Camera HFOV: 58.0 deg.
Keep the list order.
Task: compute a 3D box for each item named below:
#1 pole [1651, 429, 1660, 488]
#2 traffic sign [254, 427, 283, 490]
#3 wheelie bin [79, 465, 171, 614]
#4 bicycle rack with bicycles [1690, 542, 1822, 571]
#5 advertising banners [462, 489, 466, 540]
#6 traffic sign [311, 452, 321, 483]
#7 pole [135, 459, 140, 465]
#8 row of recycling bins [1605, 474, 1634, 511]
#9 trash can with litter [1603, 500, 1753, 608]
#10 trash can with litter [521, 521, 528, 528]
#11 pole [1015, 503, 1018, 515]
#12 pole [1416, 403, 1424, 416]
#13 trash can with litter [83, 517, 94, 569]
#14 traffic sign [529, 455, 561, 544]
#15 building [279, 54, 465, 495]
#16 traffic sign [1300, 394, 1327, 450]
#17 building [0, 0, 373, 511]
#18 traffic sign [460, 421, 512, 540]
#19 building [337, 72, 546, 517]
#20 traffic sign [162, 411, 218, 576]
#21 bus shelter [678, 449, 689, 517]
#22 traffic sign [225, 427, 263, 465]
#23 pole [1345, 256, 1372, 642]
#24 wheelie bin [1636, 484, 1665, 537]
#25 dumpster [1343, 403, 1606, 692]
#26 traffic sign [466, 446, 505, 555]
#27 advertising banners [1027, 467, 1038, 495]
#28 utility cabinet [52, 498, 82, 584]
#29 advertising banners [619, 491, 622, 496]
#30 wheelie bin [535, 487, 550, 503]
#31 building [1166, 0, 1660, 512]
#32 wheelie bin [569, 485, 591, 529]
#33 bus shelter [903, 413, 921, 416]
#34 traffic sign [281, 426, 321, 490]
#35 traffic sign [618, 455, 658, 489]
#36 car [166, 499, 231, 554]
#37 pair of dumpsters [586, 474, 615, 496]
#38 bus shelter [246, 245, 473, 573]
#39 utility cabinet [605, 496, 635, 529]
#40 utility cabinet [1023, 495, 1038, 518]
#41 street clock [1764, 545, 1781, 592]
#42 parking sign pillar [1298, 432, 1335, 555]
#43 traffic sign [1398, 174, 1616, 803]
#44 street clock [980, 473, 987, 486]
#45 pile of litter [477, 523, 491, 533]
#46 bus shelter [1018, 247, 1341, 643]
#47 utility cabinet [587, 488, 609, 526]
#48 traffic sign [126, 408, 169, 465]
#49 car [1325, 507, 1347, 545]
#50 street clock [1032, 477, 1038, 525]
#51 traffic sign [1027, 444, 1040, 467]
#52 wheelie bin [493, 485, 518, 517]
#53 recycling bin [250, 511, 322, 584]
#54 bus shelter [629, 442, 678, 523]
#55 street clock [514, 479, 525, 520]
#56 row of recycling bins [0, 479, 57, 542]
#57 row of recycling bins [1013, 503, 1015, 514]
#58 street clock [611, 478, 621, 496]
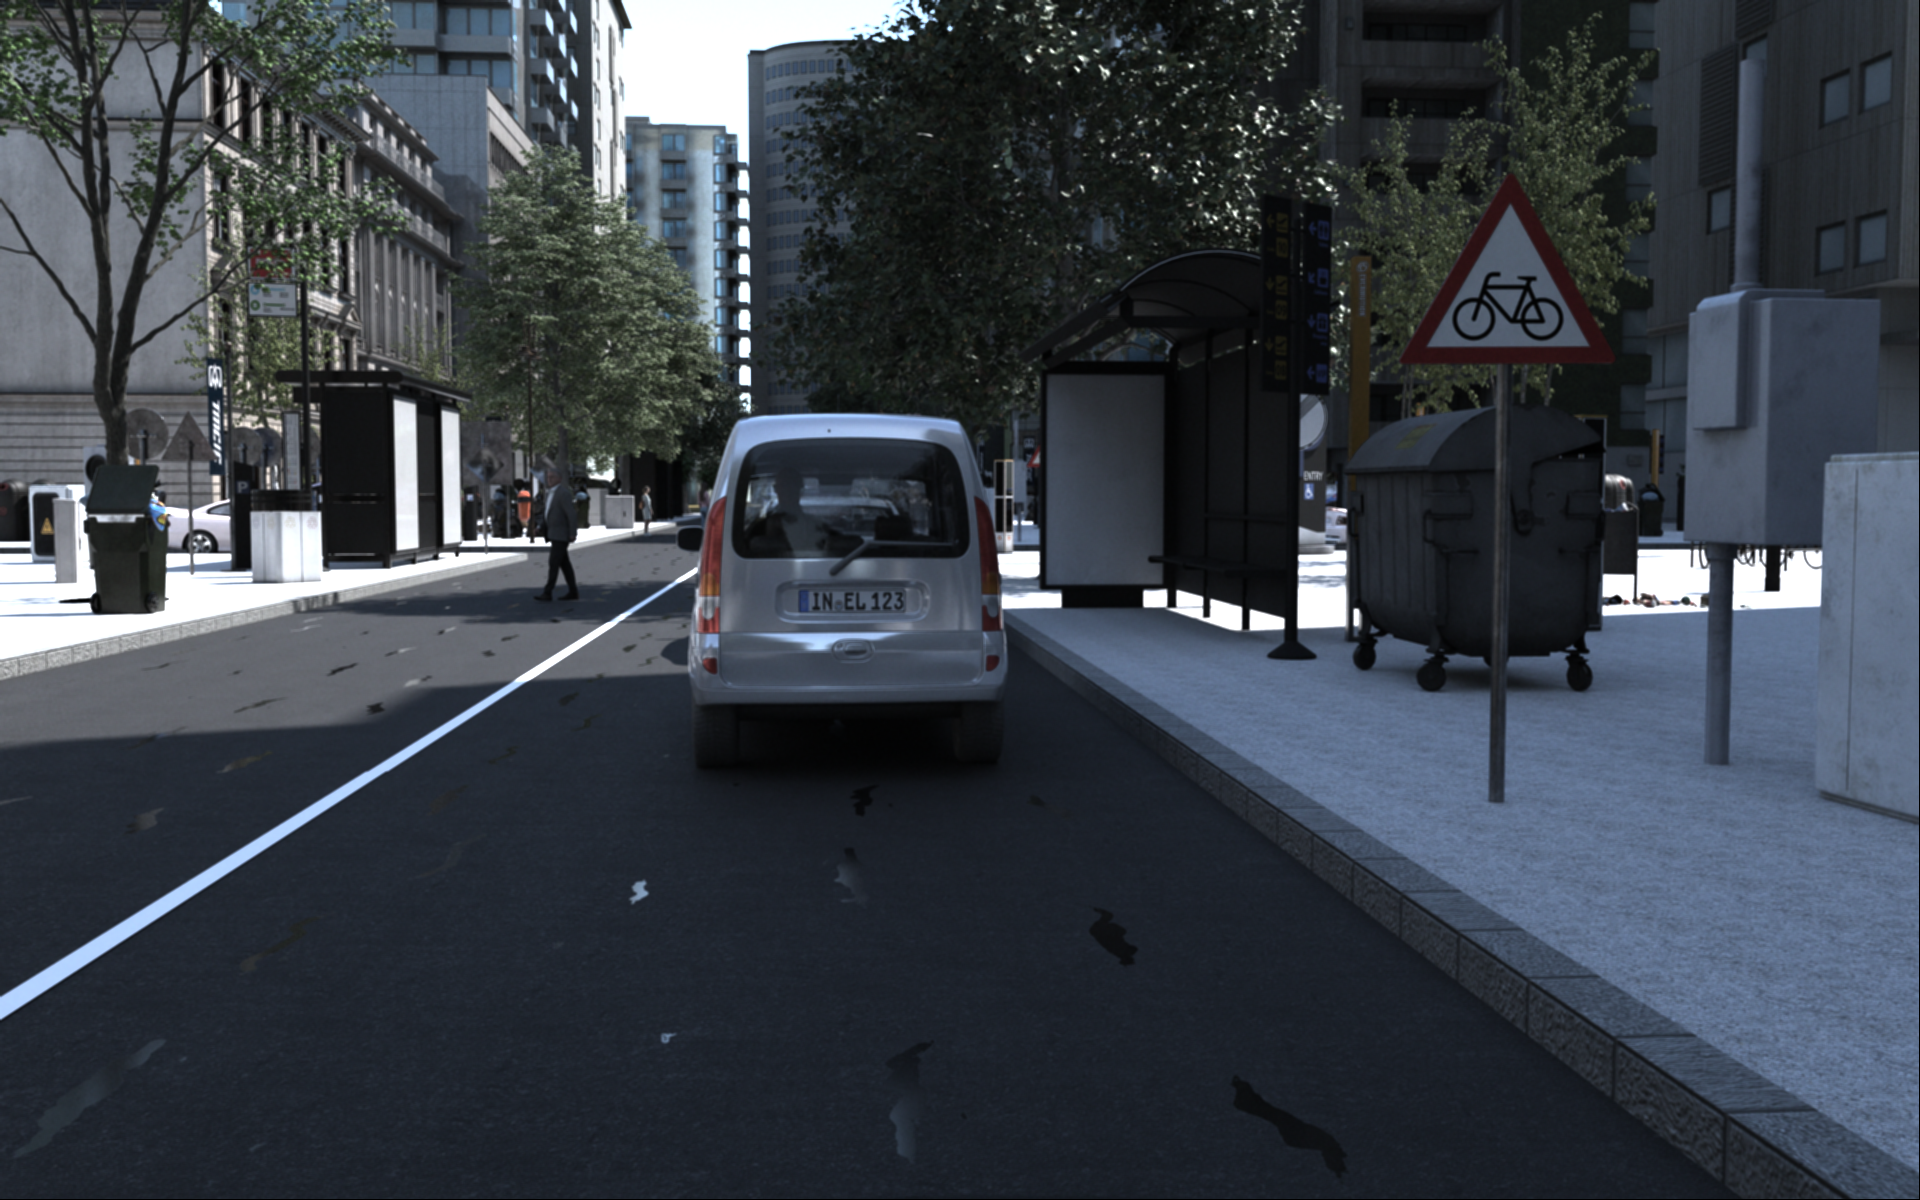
[{"bbox_3d":[21.908,-3.716,54.601,0.158,3.312,0.155,0,3,0],"label":"pole"},{"bbox_3d":[-13.293,-2.018,33.098,0.768,2.556,0.104,0,4,-2],"label":"traffic sign"},{"bbox_3d":[-8.981,-0.659,18.684,0.980,1.594,0.693,0,4,-2],"label":"wheelie bin"},{"bbox_3d":[13.775,-1.012,29.936,2.925,0.926,2.852,-2,4,-30],"label":"bicycle rack with bicycles"},{"bbox_3d":[-13.715,-3.118,47.168,0.090,3.025,2.074,0,4,-5],"label":"advertising banners"},{"bbox_3d":[-13.483,-2.098,36.424,0.606,2.300,0.079,0,4,5],"label":"traffic sign"},{"bbox_3d":[-24.306,-3.514,51.305,0.158,3.312,0.155,0,3,0],"label":"pole"},{"bbox_3d":[13.084,-1.726,35.338,1.069,1.692,3.534,2,4,27],"label":"row of recycling bins"},{"bbox_3d":[7.899,-0.543,19.944,2.233,1.210,1.678,3,4,38],"label":"trash can with litter"},{"bbox_3d":[-16.600,-3.273,64.906,1.055,1.170,0.624,1,4,13],"label":"trash can with litter"},{"bbox_3d":[3.467,-6.888,106.463,0.158,3.312,0.155,0,3,0],"label":"pole"},{"bbox_3d":[10.297,-2.752,38.842,0.158,3.312,0.155,0,3,0],"label":"pole"},{"bbox_3d":[-14.383,-1.112,29.571,1.055,1.170,0.624,1,4,9],"label":"trash can with litter"},{"bbox_3d":[-10.558,-2.474,44.099,0.795,2.450,0.064,0,4,-5],"label":"traffic sign"},{"bbox_3d":[-33.527,-14.911,85.592,13.314,21.916,24.055,0,4,-5],"label":"building"},{"bbox_3d":[3.887,-1.232,20.251,0.768,2.556,0.104,0,4,2],"label":"traffic sign"},{"bbox_3d":[-29.145,-12.148,63.248,10.561,19.102,19.286,0,4,-5],"label":"building"},{"bbox_3d":[-13.694,-3.346,48.587,2.265,3.308,0.079,0,4,3],"label":"traffic sign"},{"bbox_3d":[-33.464,-17.707,107.536,12.078,24.808,19.932,0,4,-5],"label":"building"},{"bbox_3d":[-12.102,-1.665,27.224,0.884,2.594,0.081,0,3,0],"label":"traffic sign"},{"bbox_3d":[-15.704,-6.244,93.370,1.731,3.624,6.357,0,4,-5],"label":"bus shelter"},{"bbox_3d":[-13.550,-1.996,32.735,0.768,2.556,0.104,0,4,4],"label":"traffic sign"},{"bbox_3d":[3.445,-1.293,14.976,0.158,3.312,0.155,0,3,0],"label":"pole"},{"bbox_3d":[20.840,-2.715,52.295,0.693,1.594,0.980,0,4,-1],"label":"wheelie bin"},{"bbox_3d":[3.515,-0.377,11.927,1.264,1.857,1.865,0,4,-5],"label":"dumpster"},{"bbox_3d":[-9.897,-1.988,36.141,0.795,2.450,0.064,0,4,-5],"label":"traffic sign"},{"bbox_3d":[4.238,-6.552,103.317,2.074,3.025,0.090,-3,4,-37],"label":"advertising banners"},{"bbox_3d":[-12.952,-0.856,25.164,0.306,1.237,1.020,-1,4,-23],"label":"utility cabinet"},{"bbox_3d":[-18.116,-5.924,93.051,0.090,3.025,2.074,-2,4,-29],"label":"advertising banners"},{"bbox_3d":[-21.717,-5.022,90.011,0.693,1.594,0.980,-1,4,-22],"label":"wheelie bin"},{"bbox_3d":[15.818,-17.877,63.984,14.107,30.474,14.160,0,4,-5],"label":"building"},{"bbox_3d":[-14.035,-3.414,63.728,0.980,1.594,0.693,2,4,35],"label":"wheelie bin"},{"bbox_3d":[-2.801,-6.482,83.611,2.179,5.291,8.768,0,4,-5],"label":"bus shelter"},{"bbox_3d":[-12.335,-1.977,32.429,0.768,2.556,0.104,0,4,4],"label":"traffic sign"},{"bbox_3d":[-16.595,-5.870,89.844,2.265,3.308,0.079,0,4,-4],"label":"traffic sign"},{"bbox_3d":[-15.360,-1.620,38.853,4.827,1.381,2.083,0,4,-4],"label":"car"},{"bbox_3d":[-17.049,-4.805,81.059,1.574,2.255,4.437,0,4,-5],"label":"pair of dumpsters"},{"bbox_3d":[-10.634,-3.251,30.792,2.179,5.291,8.768,0,4,-5],"label":"bus shelter"},{"bbox_3d":[-12.440,-3.191,63.328,1.020,1.237,0.306,0,4,-3],"label":"utility cabinet"},{"bbox_3d":[3.849,-5.085,94.302,0.306,1.237,1.020,3,4,38],"label":"utility cabinet"},{"bbox_3d":[10.730,-1.116,22.815,0.358,2.002,0.471,2,4,26],"label":"street clock"},{"bbox_3d":[7.299,-2.971,37.045,1.447,3.967,1.447,-3,5,-44],"label":"parking sign pillar"},{"bbox_3d":[2.235,-0.437,7.143,0.884,2.594,0.081,0,4,0],"label":"traffic sign"},{"bbox_3d":[0.693,-3.385,59.921,0.358,2.002,0.471,-3,5,-41],"label":"street clock"},{"bbox_3d":[-15.743,-2.698,58.075,1.176,0.858,1.719,2,4,24],"label":"pile of litter"},{"bbox_3d":[1.895,-1.411,17.002,2.014,3.302,5.546,0,4,-5],"label":"bus shelter"},{"bbox_3d":[-15.124,-3.848,71.592,1.173,1.500,0.318,-2,4,-29],"label":"utility cabinet"},{"bbox_3d":[-12.142,-1.569,25.760,0.768,2.556,0.104,0,4,3],"label":"traffic sign"},{"bbox_3d":[11.153,-1.790,41.629,4.827,1.381,2.083,0,4,-4],"label":"car"},{"bbox_3d":[3.170,-4.151,72.443,0.358,2.002,0.471,-1,4,-12],"label":"street clock"},{"bbox_3d":[1.762,-2.093,34.218,0.884,2.594,0.081,0,4,5],"label":"traffic sign"},{"bbox_3d":[-14.722,-2.952,56.168,0.693,1.594,0.980,1,4,15],"label":"wheelie bin"},{"bbox_3d":[-9.780,-0.770,25.150,0.722,1.027,0.722,2,4,35],"label":"recycling bin"},{"bbox_3d":[-14.486,-5.499,81.199,1.731,3.624,6.357,0,4,-5],"label":"bus shelter"},{"bbox_3d":[-20.845,-4.732,81.940,0.471,2.002,0.358,0,4,7],"label":"street clock"},{"bbox_3d":[-26.107,-2.435,46.926,3.534,1.692,1.069,0,4,3],"label":"row of recycling bins"},{"bbox_3d":[2.319,-6.330,110.604,1.069,1.692,3.534,-2,4,-34],"label":"row of recycling bins"},{"bbox_3d":[-15.858,-4.609,79.931,0.471,2.002,0.358,-1,4,-11],"label":"street clock"}]
